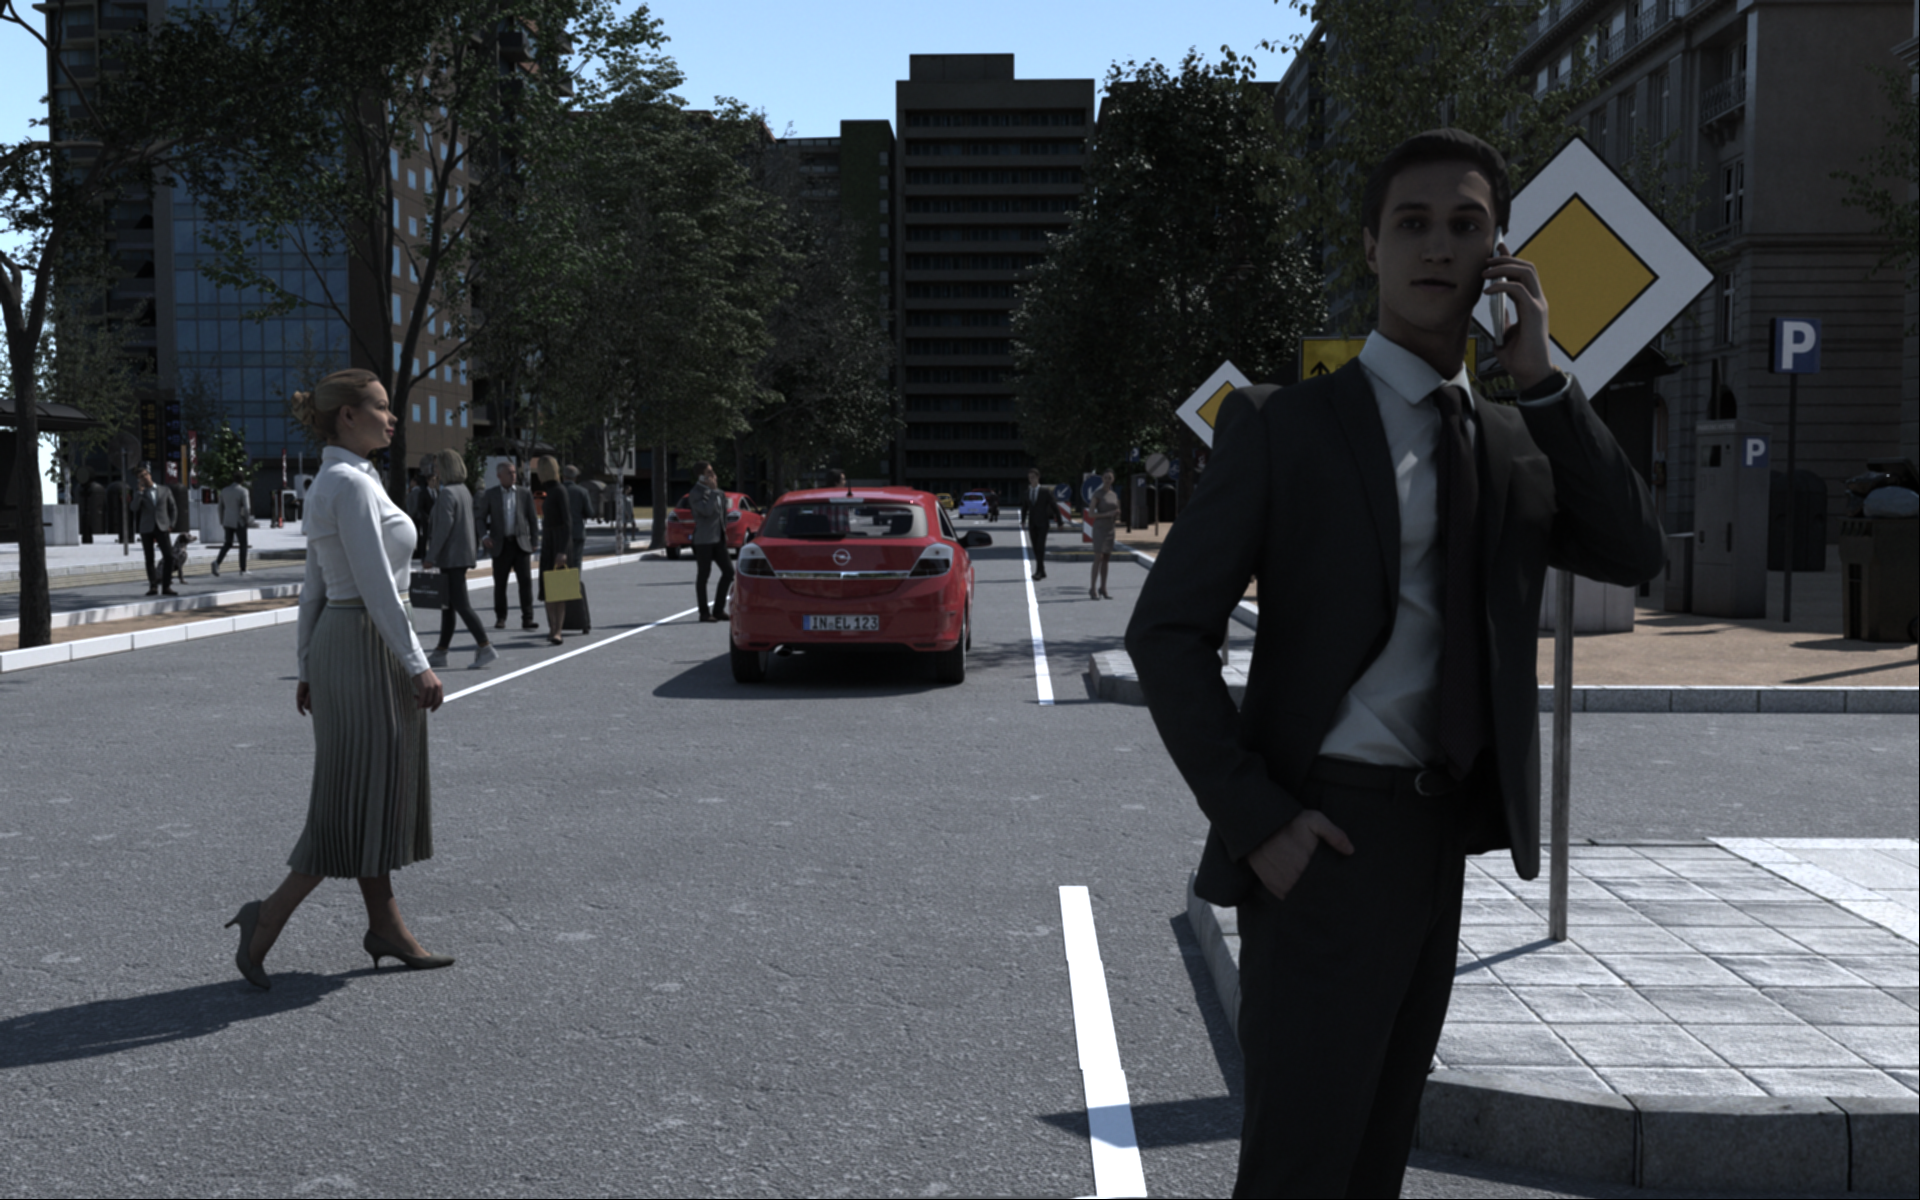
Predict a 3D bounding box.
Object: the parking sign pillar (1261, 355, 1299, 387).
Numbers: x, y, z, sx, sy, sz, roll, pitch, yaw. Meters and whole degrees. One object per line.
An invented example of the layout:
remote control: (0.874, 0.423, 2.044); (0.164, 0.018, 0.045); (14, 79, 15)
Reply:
parking sign pillar: (5.783, -2.568, 30.456); (1.447, 3.967, 1.447); (2, 4, 34)

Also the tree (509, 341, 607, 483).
tree: (-17.830, -7.800, 77.892); (4.737, 8.622, 4.395); (0, 3, 0)

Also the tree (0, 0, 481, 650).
tree: (-8.224, -4.809, 15.501); (8.767, 10.594, 7.601); (0, 4, 2)

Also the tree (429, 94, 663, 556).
tree: (-7.966, -4.828, 31.765); (4.360, 8.622, 3.978); (0, 3, 0)

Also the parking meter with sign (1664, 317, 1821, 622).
parking meter with sign: (8.050, -1.332, 18.032); (0.543, 3.016, 1.738); (-1, 4, -16)

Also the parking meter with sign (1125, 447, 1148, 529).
parking meter with sign: (6.553, -4.126, 63.713); (0.543, 3.016, 1.738); (-1, 4, -9)

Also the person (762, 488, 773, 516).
person: (-9.072, -4.570, 82.992); (0.755, 1.850, 0.659); (-1, 4, -20)

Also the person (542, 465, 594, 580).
person: (-5.048, -0.836, 22.345); (0.661, 1.801, 0.590); (-1, 4, -10)

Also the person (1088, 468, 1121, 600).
person: (1.978, -0.903, 23.612); (0.599, 1.781, 0.374); (-3, 5, -40)

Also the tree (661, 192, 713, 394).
tree: (-7.650, -5.262, 38.849); (4.360, 8.622, 3.978); (0, 3, 0)

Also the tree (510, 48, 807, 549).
tree: (-7.868, -7.594, 44.751); (7.486, 12.596, 7.792); (0, 3, 0)

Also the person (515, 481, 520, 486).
person: (-13.730, -2.762, 53.429); (0.659, 1.850, 0.755); (0, 4, 3)

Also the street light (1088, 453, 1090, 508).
street light: (6.480, -6.958, 86.545); (0.468, 5.910, 1.993); (0, 4, 2)

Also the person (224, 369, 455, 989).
person: (-1.825, 0.224, 5.071); (0.641, 1.798, 0.478); (-1, 4, -18)

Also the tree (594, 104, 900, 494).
tree: (-6.957, -8.667, 54.527); (12.009, 13.543, 11.850); (0, 3, 0)

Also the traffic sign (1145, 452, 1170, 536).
traffic sign: (6.046, -3.245, 53.163); (0.768, 2.556, 0.104); (0, 4, 3)

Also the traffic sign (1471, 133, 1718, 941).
traffic sign: (1.720, -0.079, 4.928); (0.795, 2.450, 0.064); (0, 4, 2)

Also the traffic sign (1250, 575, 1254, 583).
traffic sign: (4.218, -1.521, 24.974); (0.768, 2.556, 0.104); (1, 4, 10)

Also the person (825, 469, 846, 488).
person: (-1.503, -0.650, 19.962); (0.643, 1.720, 0.563); (-3, 5, -42)

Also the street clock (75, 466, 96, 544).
street clock: (-22.538, -2.453, 44.671); (0.471, 2.002, 0.358); (1, 4, 15)

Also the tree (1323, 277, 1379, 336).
tree: (13.119, -6.580, 57.952); (4.360, 8.622, 3.978); (0, 3, 0)

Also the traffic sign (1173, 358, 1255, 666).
traffic sign: (1.981, -0.567, 12.909); (0.795, 2.450, 0.064); (0, 4, 2)

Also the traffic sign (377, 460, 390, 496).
traffic sign: (-20.316, -3.750, 61.412); (0.768, 2.556, 0.104); (1, 4, 11)

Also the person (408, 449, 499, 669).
person: (-4.167, -0.337, 14.197); (0.728, 1.800, 0.709); (0, 4, 6)

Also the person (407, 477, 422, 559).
person: (-12.067, -1.807, 38.231); (0.473, 1.802, 0.592); (1, 4, 9)

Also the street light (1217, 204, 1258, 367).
street light: (4.464, -3.378, 28.014); (0.468, 5.910, 1.993); (0, 4, 2)

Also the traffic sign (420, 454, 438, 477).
traffic sign: (-16.628, -3.325, 54.466); (0.768, 2.556, 0.104); (0, 4, 8)

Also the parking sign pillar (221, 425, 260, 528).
parking sign pillar: (-27.266, -4.706, 65.410); (1.447, 3.967, 1.447); (1, 4, 13)

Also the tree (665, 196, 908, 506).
tree: (-6.910, -8.942, 65.671); (9.611, 12.733, 9.660); (0, 3, 0)

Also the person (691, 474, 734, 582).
person: (-3.978, -1.169, 28.014); (0.661, 1.777, 0.834); (-3, 5, -44)

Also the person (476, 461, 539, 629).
person: (-4.743, -0.576, 18.315); (0.661, 1.777, 0.834); (-2, 4, -32)

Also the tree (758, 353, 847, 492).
tree: (-6.974, -7.370, 73.311); (4.360, 8.622, 3.978); (0, 3, 0)

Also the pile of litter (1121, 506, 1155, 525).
pile of litter: (7.483, -3.577, 72.454); (1.176, 0.858, 1.719); (-2, 4, -24)

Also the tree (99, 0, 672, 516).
tree: (-7.974, -5.880, 24.356); (9.928, 11.665, 9.643); (0, 3, 0)

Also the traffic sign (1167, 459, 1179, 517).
traffic sign: (7.879, -3.834, 62.793); (0.768, 2.556, 0.104); (0, 4, 5)

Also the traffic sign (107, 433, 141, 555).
traffic sign: (-17.433, -2.203, 36.132); (0.768, 2.556, 0.104); (1, 4, 9)

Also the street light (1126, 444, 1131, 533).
street light: (5.597, -5.167, 57.275); (0.468, 5.910, 1.993); (0, 4, 2)

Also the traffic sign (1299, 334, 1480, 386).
traffic sign: (5.491, -1.738, 22.286); (2.265, 3.308, 0.079); (0, 4, 5)

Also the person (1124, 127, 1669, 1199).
person: (0.579, 0.342, 2.264); (0.648, 1.900, 0.474); (-3, 4, -36)

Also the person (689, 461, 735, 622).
person: (-2.773, -0.657, 19.426); (0.473, 1.802, 0.592); (3, 4, 37)

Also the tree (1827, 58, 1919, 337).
tree: (15.002, -4.577, 25.190); (4.737, 8.622, 4.395); (0, 3, 0)

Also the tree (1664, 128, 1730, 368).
tree: (12.964, -5.128, 34.200); (4.737, 8.622, 4.395); (0, 3, 0)

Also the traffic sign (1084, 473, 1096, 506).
traffic sign: (6.309, -5.020, 84.213); (0.606, 2.300, 0.079); (1, 4, 11)

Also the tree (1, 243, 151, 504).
tree: (-25.176, -6.038, 49.081); (4.360, 8.622, 3.978); (0, 3, 0)

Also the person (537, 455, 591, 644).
person: (-3.891, -0.506, 16.995); (0.699, 1.804, 1.509); (0, 4, 4)
